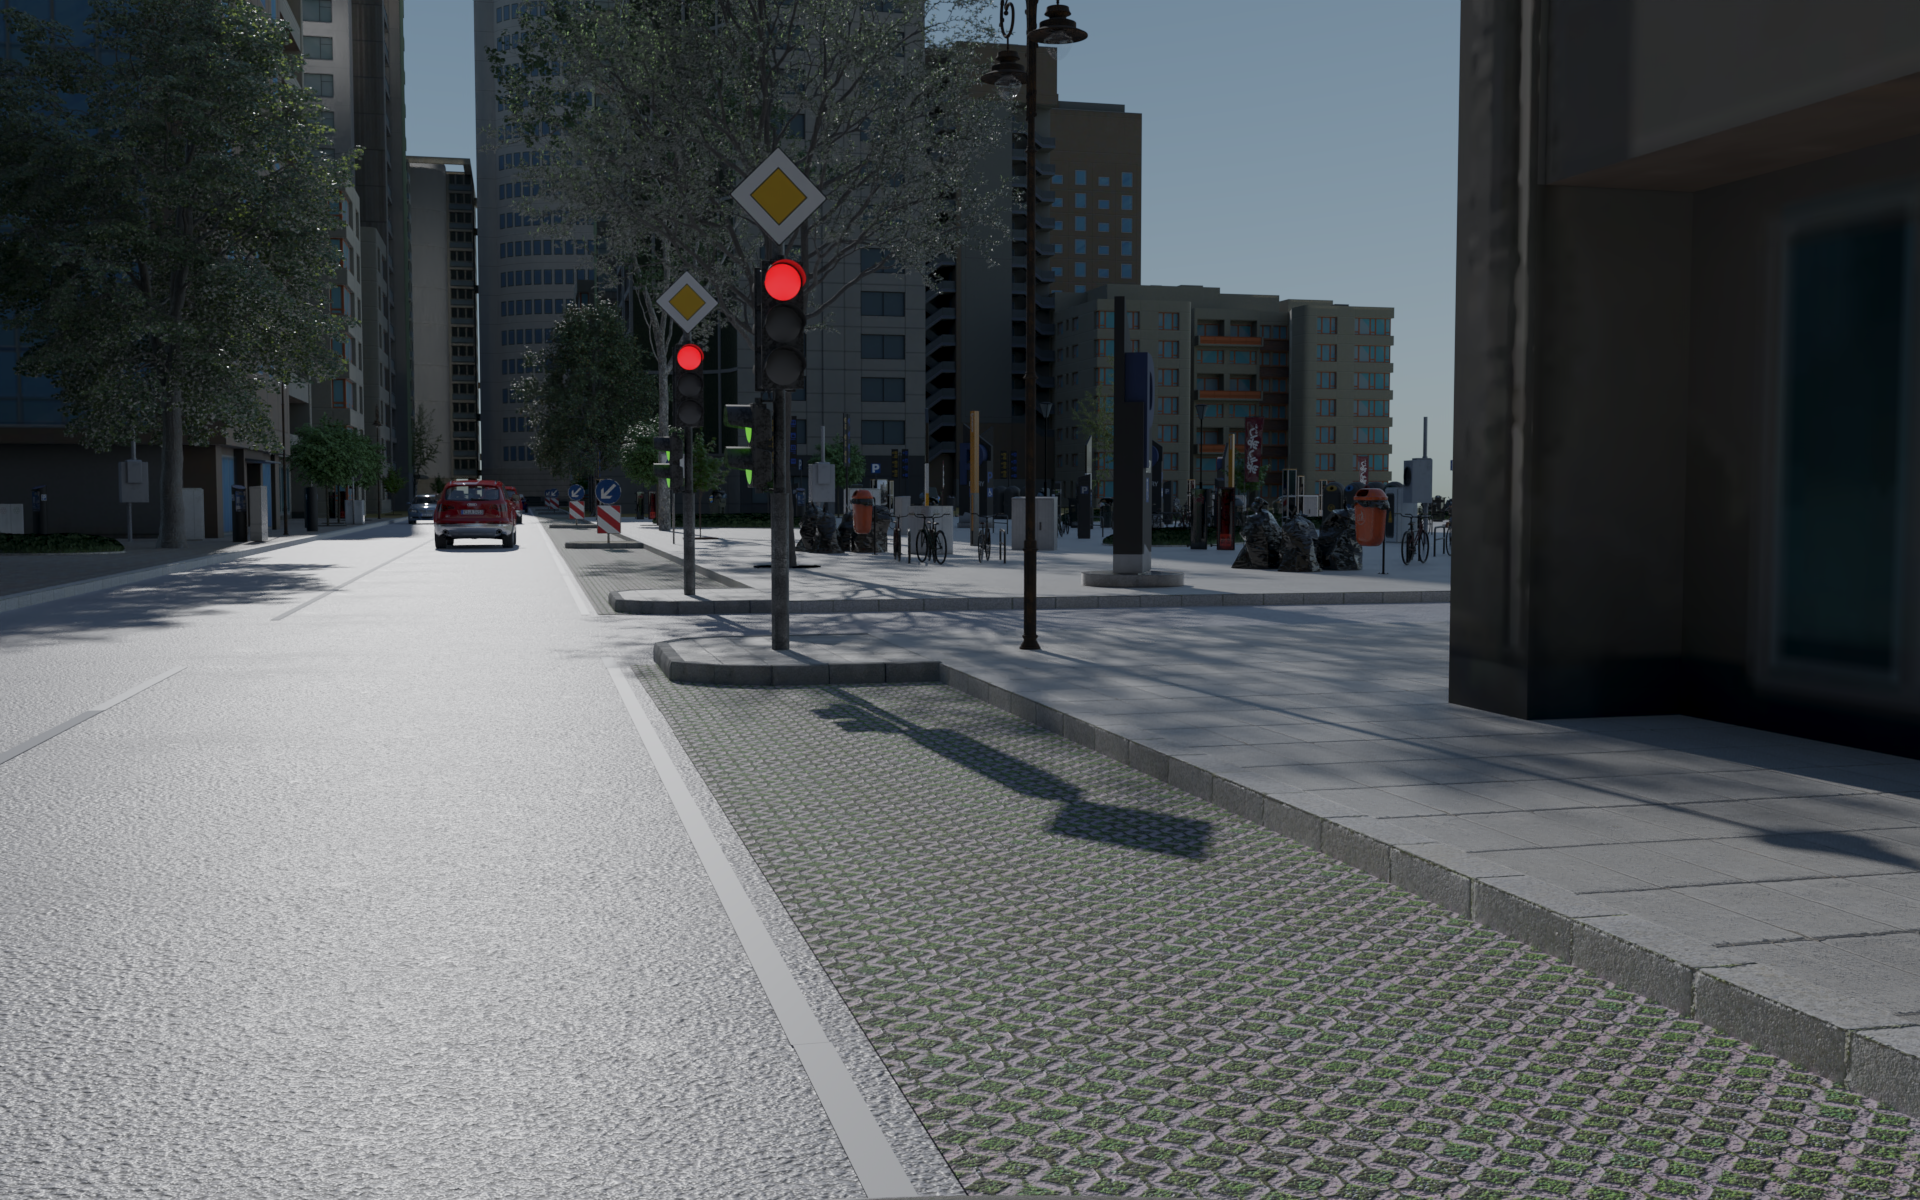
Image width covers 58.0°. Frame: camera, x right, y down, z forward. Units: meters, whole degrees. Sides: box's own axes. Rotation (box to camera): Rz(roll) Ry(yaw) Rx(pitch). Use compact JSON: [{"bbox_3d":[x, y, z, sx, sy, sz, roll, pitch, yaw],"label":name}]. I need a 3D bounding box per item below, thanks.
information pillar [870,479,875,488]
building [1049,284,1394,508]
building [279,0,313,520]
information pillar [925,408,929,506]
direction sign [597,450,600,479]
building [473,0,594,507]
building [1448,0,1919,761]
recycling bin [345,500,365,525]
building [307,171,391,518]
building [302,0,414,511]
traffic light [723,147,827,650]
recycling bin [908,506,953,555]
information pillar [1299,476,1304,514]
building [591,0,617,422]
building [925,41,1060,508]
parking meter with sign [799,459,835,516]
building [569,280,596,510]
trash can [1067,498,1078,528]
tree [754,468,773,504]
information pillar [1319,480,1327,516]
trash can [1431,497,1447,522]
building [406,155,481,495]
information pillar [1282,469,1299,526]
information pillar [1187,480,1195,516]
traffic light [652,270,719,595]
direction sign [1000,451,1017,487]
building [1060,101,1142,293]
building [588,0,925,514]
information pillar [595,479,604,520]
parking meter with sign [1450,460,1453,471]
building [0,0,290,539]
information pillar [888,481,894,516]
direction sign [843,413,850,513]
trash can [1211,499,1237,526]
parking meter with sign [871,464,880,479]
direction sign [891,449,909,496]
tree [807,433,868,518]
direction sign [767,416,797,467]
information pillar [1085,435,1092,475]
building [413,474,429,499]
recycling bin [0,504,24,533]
[{"bbox_3d":[-4.318,-5.051,87.071,0.304,2.012,0.304,-2,4,-28],"label":"information pillar"},{"bbox_3d":[22.755,-19.898,170.366,28.899,21.520,27.650,-1,4,-14],"label":"building"},{"bbox_3d":[-41.836,-27.733,77.129,21.300,48.544,21.600,-1,4,-14],"label":"building"},{"bbox_3d":[-0.905,-3.416,47.211,0.183,3.616,0.504,0,4,-4],"label":"information pillar"},{"bbox_3d":[-18.437,-5.900,88.454,0.379,3.537,0.876,0,4,-5],"label":"direction sign"},{"bbox_3d":[-37.650,-39.485,187.578,28.212,58.520,21.231,-1,4,-14],"label":"building"},{"bbox_3d":[15.899,-23.113,1.606,21.300,48.544,21.600,-1,4,-14],"label":"building"},{"bbox_3d":[-25.548,-3.704,73.107,0.722,1.027,0.722,-1,4,-15],"label":"recycling bin"},{"bbox_3d":[-49.837,-15.822,103.724,27.650,21.520,28.899,-1,4,-14],"label":"building"},{"bbox_3d":[-47.837,-27.045,125.778,14.154,41.232,14.086,-1,4,-14],"label":"building"},{"bbox_3d":[-1.500,-1.545,14.186,0.839,4.253,0.868,-1,4,-14],"label":"traffic light"},{"bbox_3d":[-0.631,-1.490,36.911,0.722,1.027,0.722,-3,5,-44],"label":"recycling bin"},{"bbox_3d":[13.671,-4.000,69.898,0.304,2.012,0.304,-2,4,-26],"label":"information pillar"},{"bbox_3d":[-21.295,-27.564,134.271,14.154,41.232,14.086,-1,4,-14],"label":"building"},{"bbox_3d":[0.499,-31.783,169.758,14.200,45.320,14.600,-1,4,-14],"label":"building"},{"bbox_3d":[-7.163,-5.533,86.727,1.738,3.016,0.543,-1,4,-22],"label":"parking meter with sign"},{"bbox_3d":[-20.933,-19.086,157.089,27.650,21.520,28.899,-1,4,-14],"label":"building"},{"bbox_3d":[4.408,-3.296,65.539,0.748,1.137,0.748,0,3,0],"label":"trash can"},{"bbox_3d":[-9.264,-5.403,82.936,1.663,3.219,1.824,0,3,0],"label":"tree"},{"bbox_3d":[18.750,-5.196,89.441,0.304,2.012,0.304,-1,4,-9],"label":"information pillar"},{"bbox_3d":[22.058,-4.174,79.897,0.748,1.137,0.748,0,3,0],"label":"trash can"},{"bbox_3d":[-64.415,-30.314,187.516,23.993,40.220,32.217,-1,4,-14],"label":"building"},{"bbox_3d":[9.640,-2.826,50.704,0.304,2.012,0.304,-1,4,-20],"label":"information pillar"},{"bbox_3d":[11.754,-5.115,88.121,0.304,2.012,0.304,-1,4,-15],"label":"information pillar"},{"bbox_3d":[-3.460,-2.019,21.928,0.839,4.253,0.868,-1,4,-14],"label":"traffic light"},{"bbox_3d":[2.539,-6.015,90.335,0.876,3.537,0.379,0,4,8],"label":"direction sign"},{"bbox_3d":[11.555,-33.487,197.627,14.200,45.320,14.600,-1,4,-14],"label":"building"},{"bbox_3d":[-14.619,-41.482,116.486,20.563,71.187,20.611,-1,4,-14],"label":"building"},{"bbox_3d":[-17.875,-4.985,85.989,0.304,2.012,0.304,2,4,32],"label":"information pillar"},{"bbox_3d":[25.636,-5.675,89.043,0.543,3.016,1.738,2,4,27],"label":"parking meter with sign"},{"bbox_3d":[-29.487,-24.683,53.677,14.600,45.320,14.200,-1,4,-14],"label":"building"},{"bbox_3d":[-3.909,-5.625,96.468,0.304,2.012,0.304,3,5,40],"label":"information pillar"},{"bbox_3d":[-3.189,-3.473,48.788,0.379,3.537,0.876,0,4,7],"label":"direction sign"},{"bbox_3d":[7.710,-2.382,50.604,0.748,1.137,0.748,0,3,0],"label":"trash can"},{"bbox_3d":[-4.678,-6.240,98.277,0.543,3.016,1.738,-1,4,-10],"label":"parking meter with sign"},{"bbox_3d":[-3.013,-5.815,87.076,0.876,3.537,0.379,1,4,12],"label":"direction sign"},{"bbox_3d":[-6.525,-6.665,92.686,4.285,4.588,4.351,0,3,0],"label":"tree"},{"bbox_3d":[-5.150,-3.554,50.108,0.876,3.537,0.379,-1,4,-15],"label":"direction sign"},{"bbox_3d":[5.097,-4.735,68.772,0.183,3.616,0.504,2,4,27],"label":"information pillar"},{"bbox_3d":[-62.231,-30.343,150.738,28.867,44.769,22.147,-1,4,-14],"label":"building"},{"bbox_3d":[-24.499,-1.942,44.313,0.722,1.027,0.722,2,4,30],"label":"recycling bin"}]
